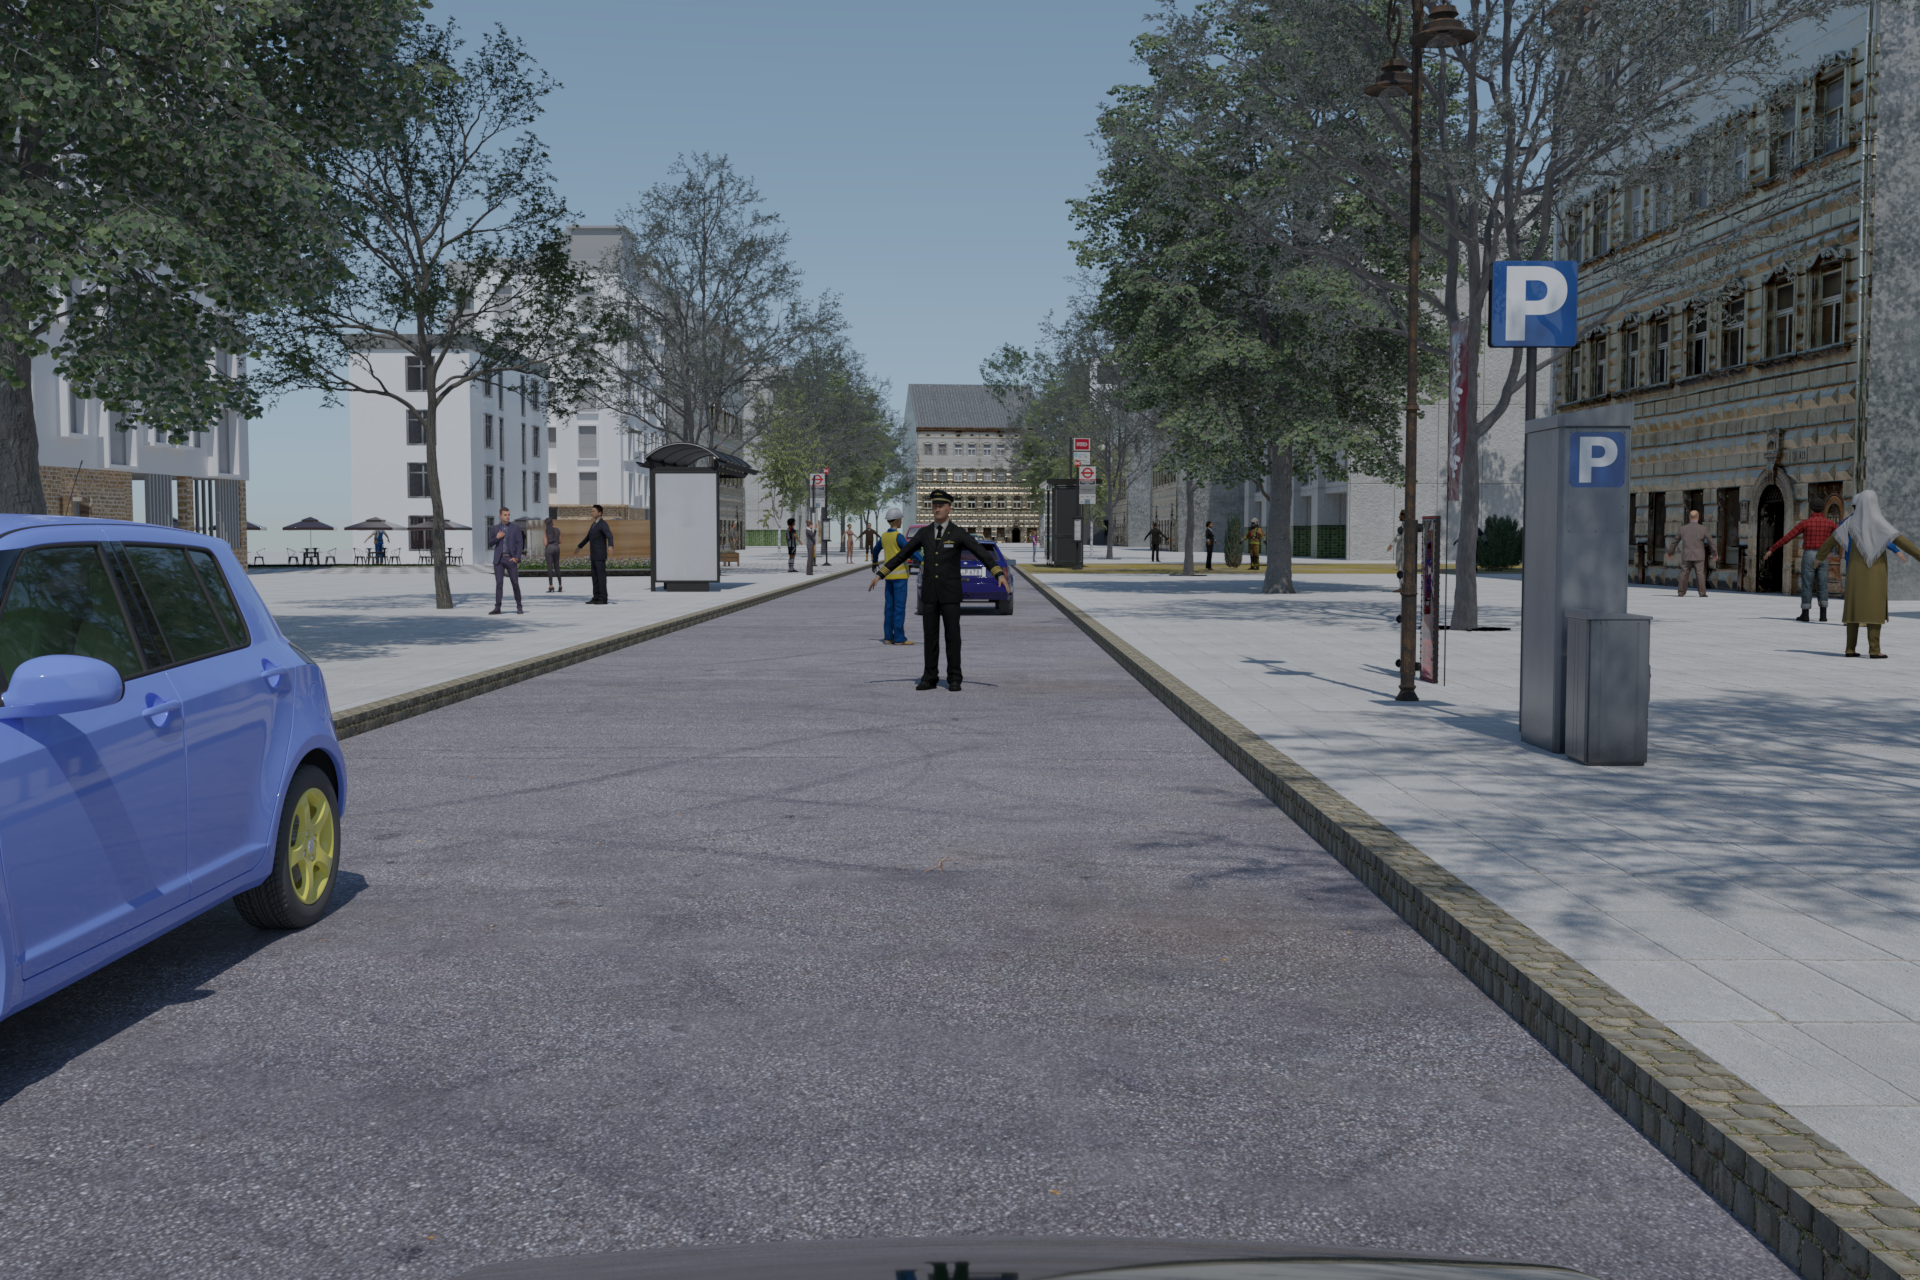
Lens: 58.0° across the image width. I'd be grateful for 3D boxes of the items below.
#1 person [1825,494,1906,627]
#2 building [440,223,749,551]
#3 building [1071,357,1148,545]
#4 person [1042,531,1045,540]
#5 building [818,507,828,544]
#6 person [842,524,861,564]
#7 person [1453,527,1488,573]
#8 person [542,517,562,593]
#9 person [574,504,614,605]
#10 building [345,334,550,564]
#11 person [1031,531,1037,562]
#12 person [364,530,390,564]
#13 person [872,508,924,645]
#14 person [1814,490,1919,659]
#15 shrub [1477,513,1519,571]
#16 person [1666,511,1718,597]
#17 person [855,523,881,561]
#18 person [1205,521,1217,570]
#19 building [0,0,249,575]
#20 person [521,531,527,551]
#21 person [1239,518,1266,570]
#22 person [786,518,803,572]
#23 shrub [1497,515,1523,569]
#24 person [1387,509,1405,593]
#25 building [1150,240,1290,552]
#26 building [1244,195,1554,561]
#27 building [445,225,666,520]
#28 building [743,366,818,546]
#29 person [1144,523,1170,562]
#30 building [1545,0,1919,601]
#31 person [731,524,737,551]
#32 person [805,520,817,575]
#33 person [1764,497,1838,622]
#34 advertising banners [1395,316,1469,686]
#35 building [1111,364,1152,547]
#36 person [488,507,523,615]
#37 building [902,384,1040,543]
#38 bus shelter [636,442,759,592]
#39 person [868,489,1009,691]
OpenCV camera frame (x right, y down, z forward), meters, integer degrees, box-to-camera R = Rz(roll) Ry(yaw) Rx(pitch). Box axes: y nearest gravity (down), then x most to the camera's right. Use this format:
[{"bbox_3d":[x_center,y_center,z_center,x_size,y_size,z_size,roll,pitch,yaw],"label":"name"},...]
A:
[{"bbox_3d":[12.478,-1.109,24.006,0.705,1.842,1.347,-1,4,-18],"label":"person"},{"bbox_3d":[-26.941,-18.400,131.766,19.493,23.208,18.063,0,4,1],"label":"building"},{"bbox_3d":[27.526,-22.765,216.177,27.936,21.610,32.646,0,4,1],"label":"building"},{"bbox_3d":[4.698,-5.240,91.853,0.705,1.806,1.347,3,5,40],"label":"person"},{"bbox_3d":[-23.108,-22.360,222.001,16.016,20.090,11.380,0,4,0],"label":"building"},{"bbox_3d":[-4.708,-4.167,74.935,0.721,1.733,1.217,3,4,38],"label":"person"},{"bbox_3d":[16.917,-3.148,57.241,0.705,1.856,1.354,-3,4,-36],"label":"person"},{"bbox_3d":[-8.943,-1.862,37.962,0.415,1.643,0.593,0,4,5],"label":"person"},{"bbox_3d":[-6.617,-1.560,31.557,0.704,1.823,1.345,-3,5,-40],"label":"person"},{"bbox_3d":[-25.029,-8.843,86.731,9.099,9.664,28.070,0,4,0],"label":"building"},{"bbox_3d":[3.474,-4.288,79.372,0.599,1.433,0.991,0,4,4],"label":"person"},{"bbox_3d":[-24.002,-4.013,71.465,0.705,1.847,1.347,2,4,28],"label":"person"},{"bbox_3d":[-0.772,-0.827,22.437,0.721,1.772,1.216,-3,5,-40],"label":"person"},{"bbox_3d":[9.425,-0.682,17.932,0.721,1.736,1.217,-2,4,-35],"label":"person"},{"bbox_3d":[18.524,-3.404,60.079,1.690,2.028,1.600,0,3,0],"label":"shrub"},{"bbox_3d":[14.926,-1.755,35.291,0.990,1.755,0.434,3,4,36],"label":"person"},{"bbox_3d":[-4.250,-4.597,81.304,1.346,1.812,0.704,0,4,2],"label":"person"},{"bbox_3d":[8.989,-3.374,61.879,0.721,1.740,1.216,1,4,20],"label":"person"},{"bbox_3d":[-27.105,-11.257,40.479,16.016,20.090,11.380,0,4,0],"label":"building"},{"bbox_3d":[-19.731,-4.397,78.075,0.705,1.806,1.347,0,4,6],"label":"person"},{"bbox_3d":[10.491,-3.425,61.763,0.705,1.858,1.354,-2,4,-33],"label":"person"},{"bbox_3d":[-5.617,-3.180,58.139,0.704,1.843,1.345,-2,4,-25],"label":"person"},{"bbox_3d":[19.880,-3.587,63.066,1.690,2.028,1.600,0,3,0],"label":"shrub"},{"bbox_3d":[9.700,-1.948,37.933,0.704,1.819,1.344,2,4,35],"label":"person"},{"bbox_3d":[24.677,-18.358,131.089,19.493,23.208,18.063,0,4,0],"label":"building"},{"bbox_3d":[27.241,-14.233,99.161,16.747,18.905,31.486,0,4,0],"label":"building"},{"bbox_3d":[-25.507,-15.359,107.545,16.016,20.090,11.380,0,4,0],"label":"building"},{"bbox_3d":[-26.050,-20.273,197.915,16.747,18.905,31.486,0,4,1],"label":"building"},{"bbox_3d":[9.015,-4.496,79.734,1.346,1.802,0.704,2,4,34],"label":"person"},{"bbox_3d":[26.575,-12.881,41.531,19.493,23.208,18.063,0,4,1],"label":"building"},{"bbox_3d":[-11.311,-4.917,86.656,0.705,1.796,1.348,0,4,-3],"label":"person"},{"bbox_3d":[-4.557,-2.876,53.871,0.445,1.727,0.742,-3,5,-42],"label":"person"},{"bbox_3d":[12.529,-1.179,25.388,1.345,1.816,0.704,1,4,13],"label":"person"},{"bbox_3d":[4.082,-1.151,15.012,0.090,3.025,2.074,0,4,1],"label":"advertising banners"},{"bbox_3d":[25.840,-21.358,180.125,19.493,23.208,18.063,0,3,0],"label":"building"},{"bbox_3d":[-7.254,-1.265,27.643,0.541,1.710,0.530,1,4,9],"label":"person"},{"bbox_3d":[1.514,-25.645,252.674,18.063,23.208,19.493,0,4,-8],"label":"building"},{"bbox_3d":[-6.082,-2.869,40.827,2.014,3.302,5.546,0,4,1],"label":"bus shelter"},{"bbox_3d":[-0.177,-0.459,15.889,1.347,1.837,0.705,1,4,17],"label":"person"}]
